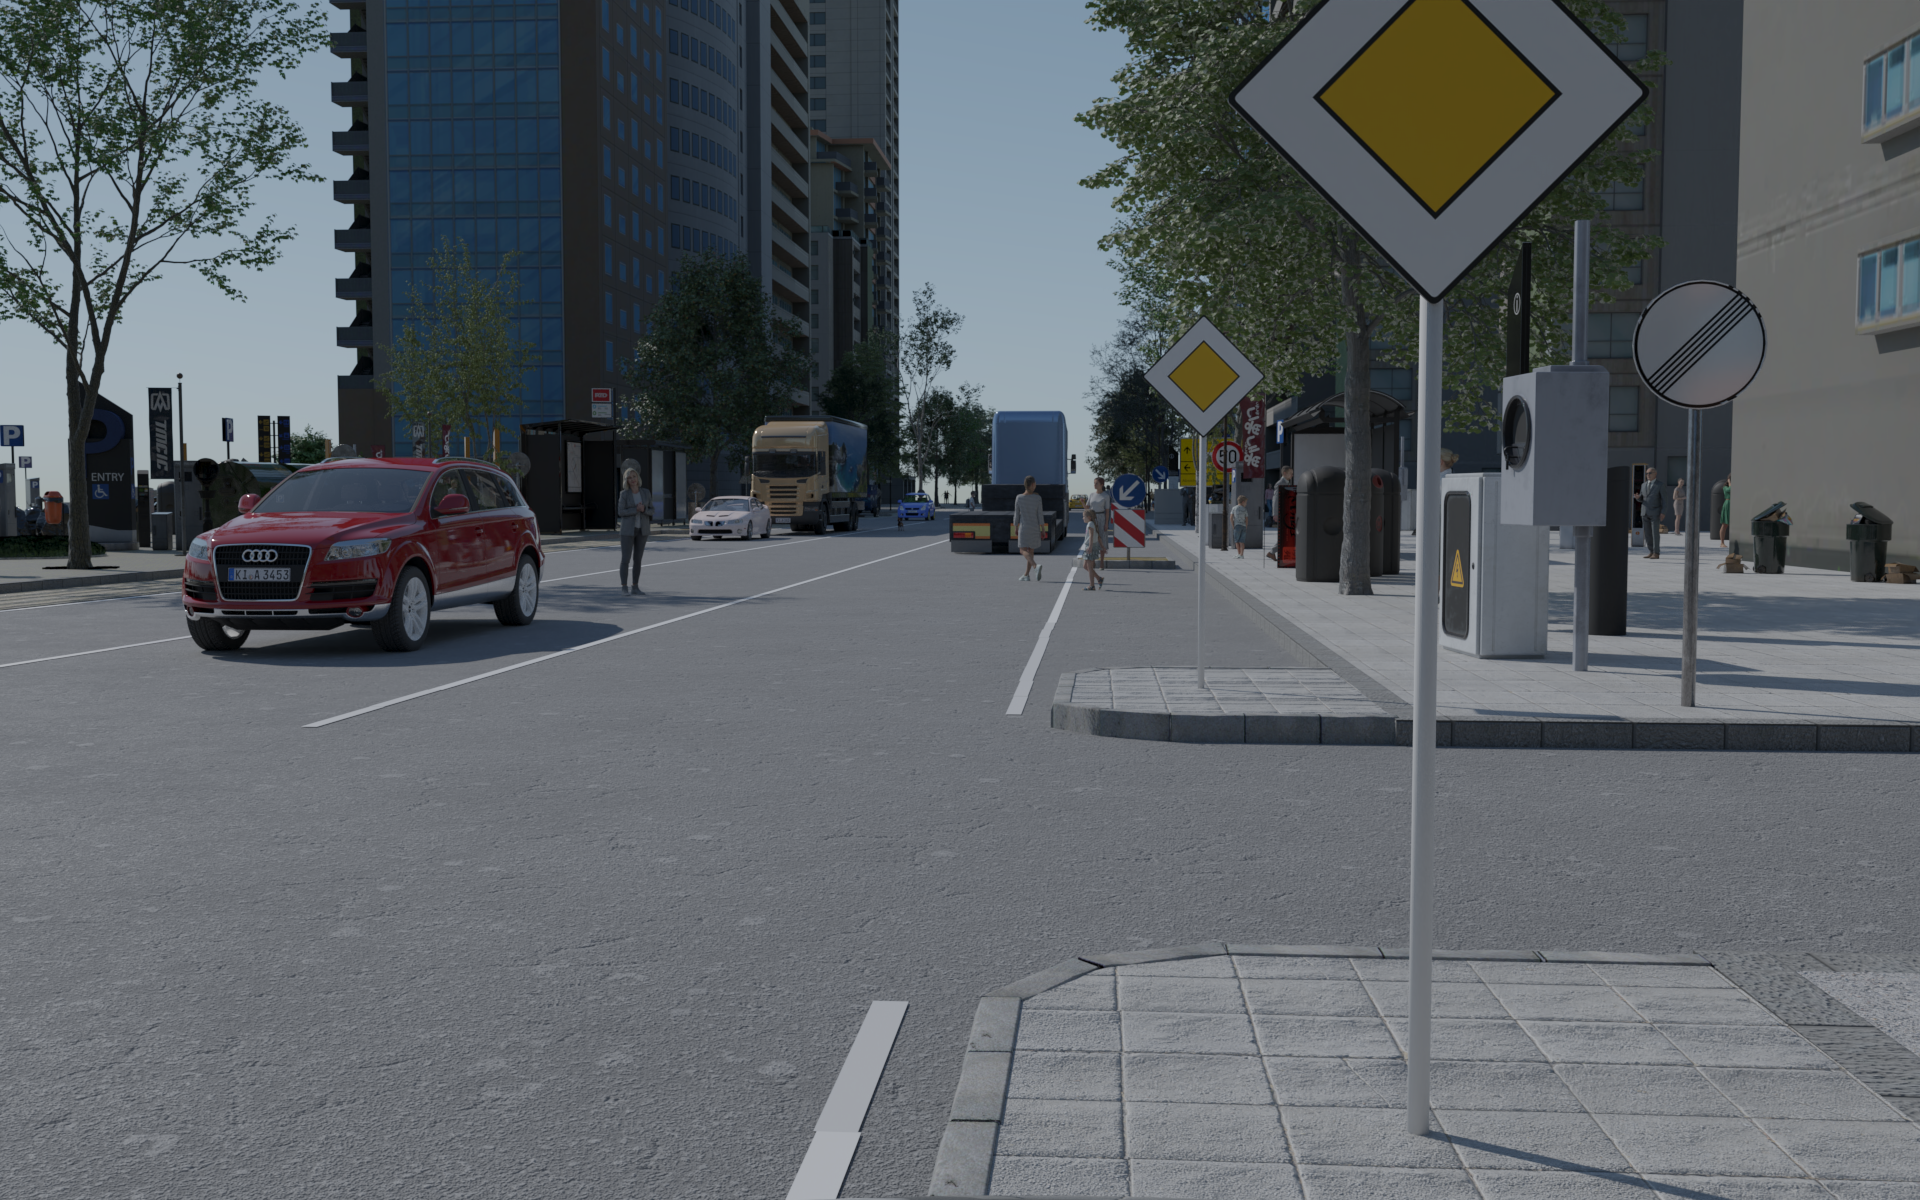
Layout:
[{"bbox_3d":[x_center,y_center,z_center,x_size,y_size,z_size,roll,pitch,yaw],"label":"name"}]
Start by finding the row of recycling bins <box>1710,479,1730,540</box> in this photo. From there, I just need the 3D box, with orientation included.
[{"bbox_3d":[22.159,-2.460,47.327,1.069,1.692,3.534,-2,4,-33],"label":"row of recycling bins"}]

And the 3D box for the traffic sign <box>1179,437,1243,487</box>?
[{"bbox_3d":[9.010,-4.174,62.113,2.265,3.308,0.079,1,4,10],"label":"traffic sign"}]

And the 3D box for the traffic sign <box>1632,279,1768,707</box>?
[{"bbox_3d":[4.401,-0.629,10.390,0.768,2.556,0.104,0,4,7],"label":"traffic sign"}]

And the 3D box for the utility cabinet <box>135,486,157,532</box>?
[{"bbox_3d":[-27.286,-2.971,57.250,1.173,1.500,0.318,0,4,-2],"label":"utility cabinet"}]

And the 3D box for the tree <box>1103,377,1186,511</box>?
[{"bbox_3d":[14.001,-11.993,130.503,7.601,10.594,8.767,-2,4,-34],"label":"tree"}]

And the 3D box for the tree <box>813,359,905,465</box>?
[{"bbox_3d":[-7.480,-11.352,120.019,7.601,10.594,8.767,-1,4,-14],"label":"tree"}]

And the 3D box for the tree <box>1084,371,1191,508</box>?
[{"bbox_3d":[15.928,-14.594,155.614,9.611,12.733,9.660,0,3,0],"label":"tree"}]

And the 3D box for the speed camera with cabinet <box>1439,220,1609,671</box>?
[{"bbox_3d":[4.288,-1.160,13.301,0.660,3.252,2.038,0,4,-2],"label":"speed camera with cabinet"}]

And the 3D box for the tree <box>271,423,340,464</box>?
[{"bbox_3d":[-30.059,-5.885,79.929,4.285,4.588,4.351,0,3,0],"label":"tree"}]

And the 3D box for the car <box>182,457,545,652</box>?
[{"bbox_3d":[-5.827,-0.539,17.484,2.281,1.827,5.304,0,4,4],"label":"car"}]

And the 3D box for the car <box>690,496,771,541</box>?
[{"bbox_3d":[-7.230,-2.602,54.906,2.083,1.381,4.827,0,4,6],"label":"car"}]

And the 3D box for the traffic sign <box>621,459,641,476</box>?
[{"bbox_3d":[-11.859,-3.806,62.335,0.768,2.556,0.104,1,4,14],"label":"traffic sign"}]

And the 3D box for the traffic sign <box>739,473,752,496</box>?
[{"bbox_3d":[-10.775,-5.349,87.467,0.884,2.594,0.081,1,4,10],"label":"traffic sign"}]

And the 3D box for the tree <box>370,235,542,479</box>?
[{"bbox_3d":[-13.700,-6.028,48.927,4.737,8.622,4.395,0,3,0],"label":"tree"}]

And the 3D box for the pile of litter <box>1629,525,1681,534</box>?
[{"bbox_3d":[22.411,-2.575,56.074,1.176,0.858,1.719,-3,5,-41],"label":"pile of litter"}]

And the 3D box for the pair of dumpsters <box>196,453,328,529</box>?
[{"bbox_3d":[-15.571,-2.252,39.317,1.574,2.255,4.437,0,4,5],"label":"pair of dumpsters"}]

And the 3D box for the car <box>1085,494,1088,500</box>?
[{"bbox_3d":[15.659,-12.909,221.291,2.015,1.641,3.980,0,4,5],"label":"car"}]

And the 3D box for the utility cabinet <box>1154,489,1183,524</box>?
[{"bbox_3d":[8.744,-3.905,72.528,1.173,1.500,0.318,0,4,-2],"label":"utility cabinet"}]

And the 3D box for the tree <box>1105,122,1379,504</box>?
[{"bbox_3d":[7.400,-7.311,45.292,9.928,11.665,9.643,0,3,0],"label":"tree"}]

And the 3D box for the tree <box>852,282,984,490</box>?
[{"bbox_3d":[-4.149,-18.421,157.071,12.611,20.169,13.585,0,3,0],"label":"tree"}]

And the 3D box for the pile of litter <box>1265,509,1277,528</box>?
[{"bbox_3d":[12.405,-3.210,66.441,1.719,0.858,1.176,-1,4,-22],"label":"pile of litter"}]

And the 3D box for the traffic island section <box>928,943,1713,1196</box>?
[{"bbox_3d":[0.961,1.151,3.467,2.009,0.180,2.903,0,4,5],"label":"traffic island section"}]

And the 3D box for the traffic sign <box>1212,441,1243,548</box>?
[{"bbox_3d":[6.378,-2.519,41.299,0.768,2.556,0.104,0,4,7],"label":"traffic sign"}]

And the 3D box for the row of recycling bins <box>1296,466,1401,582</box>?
[{"bbox_3d":[5.970,-1.196,26.663,1.069,1.692,3.534,2,4,28],"label":"row of recycling bins"}]

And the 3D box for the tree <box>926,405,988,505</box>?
[{"bbox_3d":[-0.630,-16.907,202.187,9.928,11.665,9.643,0,3,0],"label":"tree"}]

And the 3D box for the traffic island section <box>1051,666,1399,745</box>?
[{"bbox_3d":[1.632,0.664,11.424,2.009,0.180,2.903,0,4,5],"label":"traffic island section"}]

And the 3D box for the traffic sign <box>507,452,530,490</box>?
[{"bbox_3d":[-13.400,-3.208,52.551,0.768,2.556,0.104,1,4,10],"label":"traffic sign"}]

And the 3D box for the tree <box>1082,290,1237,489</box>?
[{"bbox_3d":[11.966,-11.662,101.039,12.009,13.543,11.850,0,3,0],"label":"tree"}]

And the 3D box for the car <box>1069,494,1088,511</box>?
[{"bbox_3d":[10.181,-8.479,148.854,2.015,1.641,3.980,0,4,4],"label":"car"}]

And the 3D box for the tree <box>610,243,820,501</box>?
[{"bbox_3d":[-11.255,-9.918,79.160,9.611,12.733,9.660,0,3,0],"label":"tree"}]

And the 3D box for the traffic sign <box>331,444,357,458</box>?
[{"bbox_3d":[-15.794,-2.708,44.387,0.768,2.556,0.104,1,4,14],"label":"traffic sign"}]

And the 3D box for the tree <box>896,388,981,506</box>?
[{"bbox_3d":[-2.517,-16.319,183.823,9.611,12.733,9.660,0,3,0],"label":"tree"}]

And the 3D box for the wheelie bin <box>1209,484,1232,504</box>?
[{"bbox_3d":[8.462,-2.925,55.738,0.980,1.594,0.693,1,4,20],"label":"wheelie bin"}]

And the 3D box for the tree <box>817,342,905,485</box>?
[{"bbox_3d":[-7.331,-12.920,129.375,7.486,12.596,7.792,0,3,0],"label":"tree"}]

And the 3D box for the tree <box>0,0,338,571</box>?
[{"bbox_3d":[-14.925,-6.339,29.403,9.928,11.665,9.643,0,3,0],"label":"tree"}]

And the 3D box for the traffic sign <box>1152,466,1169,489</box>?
[{"bbox_3d":[9.000,-4.751,77.785,0.768,2.556,0.104,1,4,12],"label":"traffic sign"}]

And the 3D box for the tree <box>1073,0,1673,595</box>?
[{"bbox_3d":[4.717,-6.356,22.045,7.486,12.596,7.792,0,3,0],"label":"tree"}]

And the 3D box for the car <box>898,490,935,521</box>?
[{"bbox_3d":[-2.360,-5.161,93.972,1.945,1.707,3.694,0,4,6],"label":"car"}]

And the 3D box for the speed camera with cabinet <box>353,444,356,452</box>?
[{"bbox_3d":[-23.824,-4.606,69.647,0.660,3.252,2.038,3,4,36],"label":"speed camera with cabinet"}]

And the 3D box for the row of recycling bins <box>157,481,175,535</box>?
[{"bbox_3d":[-24.924,-3.009,56.314,1.069,1.692,3.534,0,4,2],"label":"row of recycling bins"}]

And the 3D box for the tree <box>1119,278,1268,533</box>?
[{"bbox_3d":[8.026,-6.490,56.469,4.737,8.622,4.395,0,3,0],"label":"tree"}]

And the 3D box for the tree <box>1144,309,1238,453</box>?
[{"bbox_3d":[9.151,-7.065,65.877,4.360,8.622,3.978,0,3,0],"label":"tree"}]

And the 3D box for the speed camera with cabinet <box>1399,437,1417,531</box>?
[{"bbox_3d":[15.460,-4.042,60.429,0.660,3.252,2.038,2,4,32],"label":"speed camera with cabinet"}]

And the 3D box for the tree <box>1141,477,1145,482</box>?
[{"bbox_3d":[20.538,-13.713,207.912,4.285,4.588,4.351,0,3,0],"label":"tree"}]

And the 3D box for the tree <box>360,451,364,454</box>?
[{"bbox_3d":[-26.772,-5.087,77.770,1.663,3.219,1.824,0,3,0],"label":"tree"}]
